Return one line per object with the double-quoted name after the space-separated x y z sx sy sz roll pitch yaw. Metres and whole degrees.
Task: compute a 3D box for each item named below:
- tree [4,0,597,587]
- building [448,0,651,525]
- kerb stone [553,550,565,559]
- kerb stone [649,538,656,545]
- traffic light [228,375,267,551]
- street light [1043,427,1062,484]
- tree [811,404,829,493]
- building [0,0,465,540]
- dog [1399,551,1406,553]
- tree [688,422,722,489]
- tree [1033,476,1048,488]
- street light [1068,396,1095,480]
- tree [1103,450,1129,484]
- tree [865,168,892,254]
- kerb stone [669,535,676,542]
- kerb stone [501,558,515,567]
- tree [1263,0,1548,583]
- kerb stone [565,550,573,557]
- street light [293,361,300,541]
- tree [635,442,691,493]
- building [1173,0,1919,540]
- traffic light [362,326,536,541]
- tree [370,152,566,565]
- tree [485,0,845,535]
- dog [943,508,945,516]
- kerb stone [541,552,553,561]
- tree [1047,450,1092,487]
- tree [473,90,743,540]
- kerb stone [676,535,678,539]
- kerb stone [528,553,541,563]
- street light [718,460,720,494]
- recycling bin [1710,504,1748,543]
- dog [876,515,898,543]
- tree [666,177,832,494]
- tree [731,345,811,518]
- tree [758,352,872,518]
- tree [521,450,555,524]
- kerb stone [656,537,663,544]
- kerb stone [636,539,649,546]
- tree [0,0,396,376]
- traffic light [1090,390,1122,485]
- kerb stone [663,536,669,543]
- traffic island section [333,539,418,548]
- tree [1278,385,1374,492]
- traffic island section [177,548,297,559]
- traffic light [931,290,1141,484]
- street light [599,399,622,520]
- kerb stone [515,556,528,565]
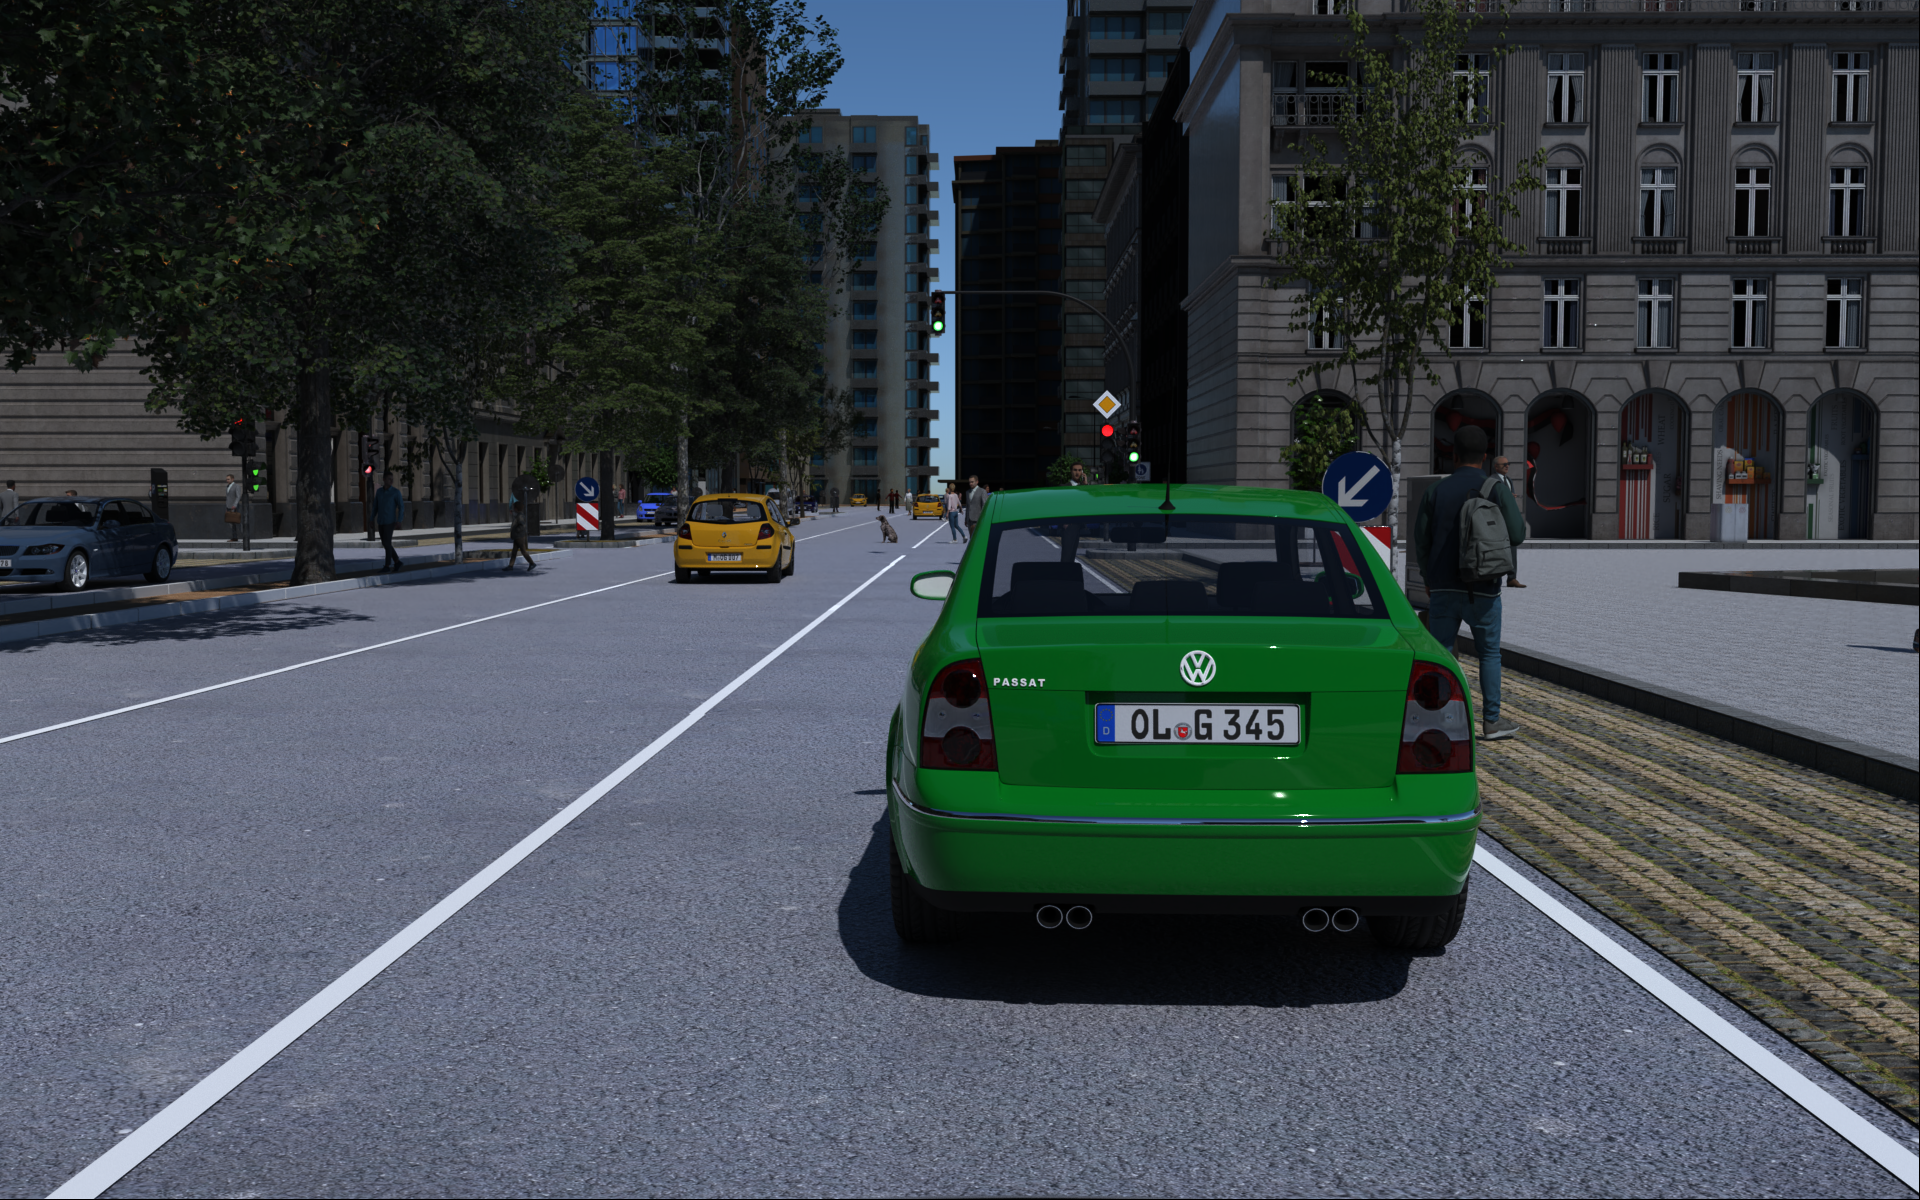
-9.926 -7.164 26.252 9.857 13.997 8.962 0 3 0 "tree"
-27.980 -19.133 89.247 17.030 29.872 44.131 0 4 1 "building"
-8.987 -0.988 38.354 0.120 0.150 1.000 0 4 1 "kerb stone"
-8.846 -1.644 49.155 0.120 0.150 1.000 0 4 1 "kerb stone"
-16.127 -3.067 39.073 0.839 4.253 0.868 0 4 1 "traffic light"
6.468 -9.029 120.161 1.470 5.913 1.316 0 4 1 "street light"
-9.405 -8.883 98.049 4.737 8.622 4.395 0 3 0 "tree"
-24.529 -13.977 57.404 11.050 23.489 19.941 0 4 1 "building"
9.965 -1.224 37.754 0.550 0.427 0.748 -1 4 -16 "dog"
-17.577 -10.209 117.278 4.360 8.622 3.978 0 3 0 "tree"
8.318 -11.291 179.201 1.663 3.219 1.824 0 3 0 "tree"
5.811 -6.686 81.849 1.470 5.913 1.316 0 4 1 "street light"
6.959 -5.025 76.766 1.663 3.219 1.824 0 3 0 "tree"
-10.118 -14.025 87.661 12.611 20.169 13.585 0 3 0 "tree"
-8.800 -1.837 52.224 0.120 0.150 1.000 0 4 1 "kerb stone"
-9.046 -0.737 34.246 0.120 0.150 1.000 0 4 1 "kerb stone"
6.063 -4.509 24.079 4.737 8.622 4.395 0 3 0 "tree"
-8.980 -1.051 39.376 0.120 0.150 1.000 0 4 1 "kerb stone"
-17.414 -4.552 46.968 1.470 5.913 1.316 0 4 1 "street light"
-17.539 -7.243 102.131 4.285 4.588 4.351 0 3 0 "tree"
19.289 -12.934 53.270 24.055 21.916 13.314 0 4 1 "building"
-13.924 -4.428 47.063 4.771 5.953 1.251 0 4 1 "traffic light"
-10.015 -4.998 34.541 4.360 8.622 3.978 0 3 0 "tree"
-10.600 -12.277 59.073 12.611 20.169 13.585 0 3 0 "tree"
-1.239 -5.782 113.827 0.406 0.507 0.540 3 5 40 "dog"
-9.006 -0.926 37.332 0.120 0.150 1.000 0 4 1 "kerb stone"
8.242 -8.943 129.938 4.285 4.588 4.351 0 3 0 "tree"
-10.096 -7.864 49.167 7.486 12.596 7.792 0 3 0 "tree"
-8.787 -1.894 53.252 0.120 0.150 1.000 0 4 1 "kerb stone"
-9.024 -0.863 36.299 0.120 0.150 1.000 0 4 1 "kerb stone"
-16.428 -9.126 121.754 1.470 5.913 1.316 0 4 1 "street light"
20.374 -2.038 45.883 0.722 1.027 0.722 0 4 1 "recycling bin"
-2.049 -2.079 50.823 0.513 0.831 0.800 -2 4 -35 "dog"
-9.587 -9.875 70.561 9.857 13.997 8.962 0 3 0 "tree"
-9.273 -7.663 78.104 4.737 8.622 4.395 0 3 0 "tree"
-9.447 -10.237 104.248 8.767 10.594 7.601 0 4 1 "tree"
-18.461 -4.961 75.709 1.663 3.219 1.824 0 3 0 "tree"
-8.822 -1.709 50.176 0.120 0.150 1.000 0 4 1 "kerb stone"
-8.866 -1.586 48.132 0.120 0.150 1.000 0 4 1 "kerb stone"
-10.269 -5.812 14.495 9.611 12.733 9.660 0 3 0 "tree"
3.943 -3.540 46.798 0.839 4.253 0.868 0 4 1 "traffic light"
-8.817 -1.768 51.199 0.120 0.150 1.000 0 4 1 "kerb stone"
-16.057 -1.524 47.193 2.009 0.180 2.903 0 4 1 "traffic island section"
6.223 -2.209 30.727 1.663 3.219 1.824 0 3 0 "tree"
-16.167 -1.035 39.208 2.009 0.180 2.903 0 4 1 "traffic island section"
1.739 -3.916 38.701 4.771 5.953 1.251 0 4 1 "traffic light"
-16.957 -6.840 84.371 1.470 5.913 1.316 0 4 1 "street light"
-9.035 -0.798 35.277 0.120 0.150 1.000 0 4 1 "kerb stone"
